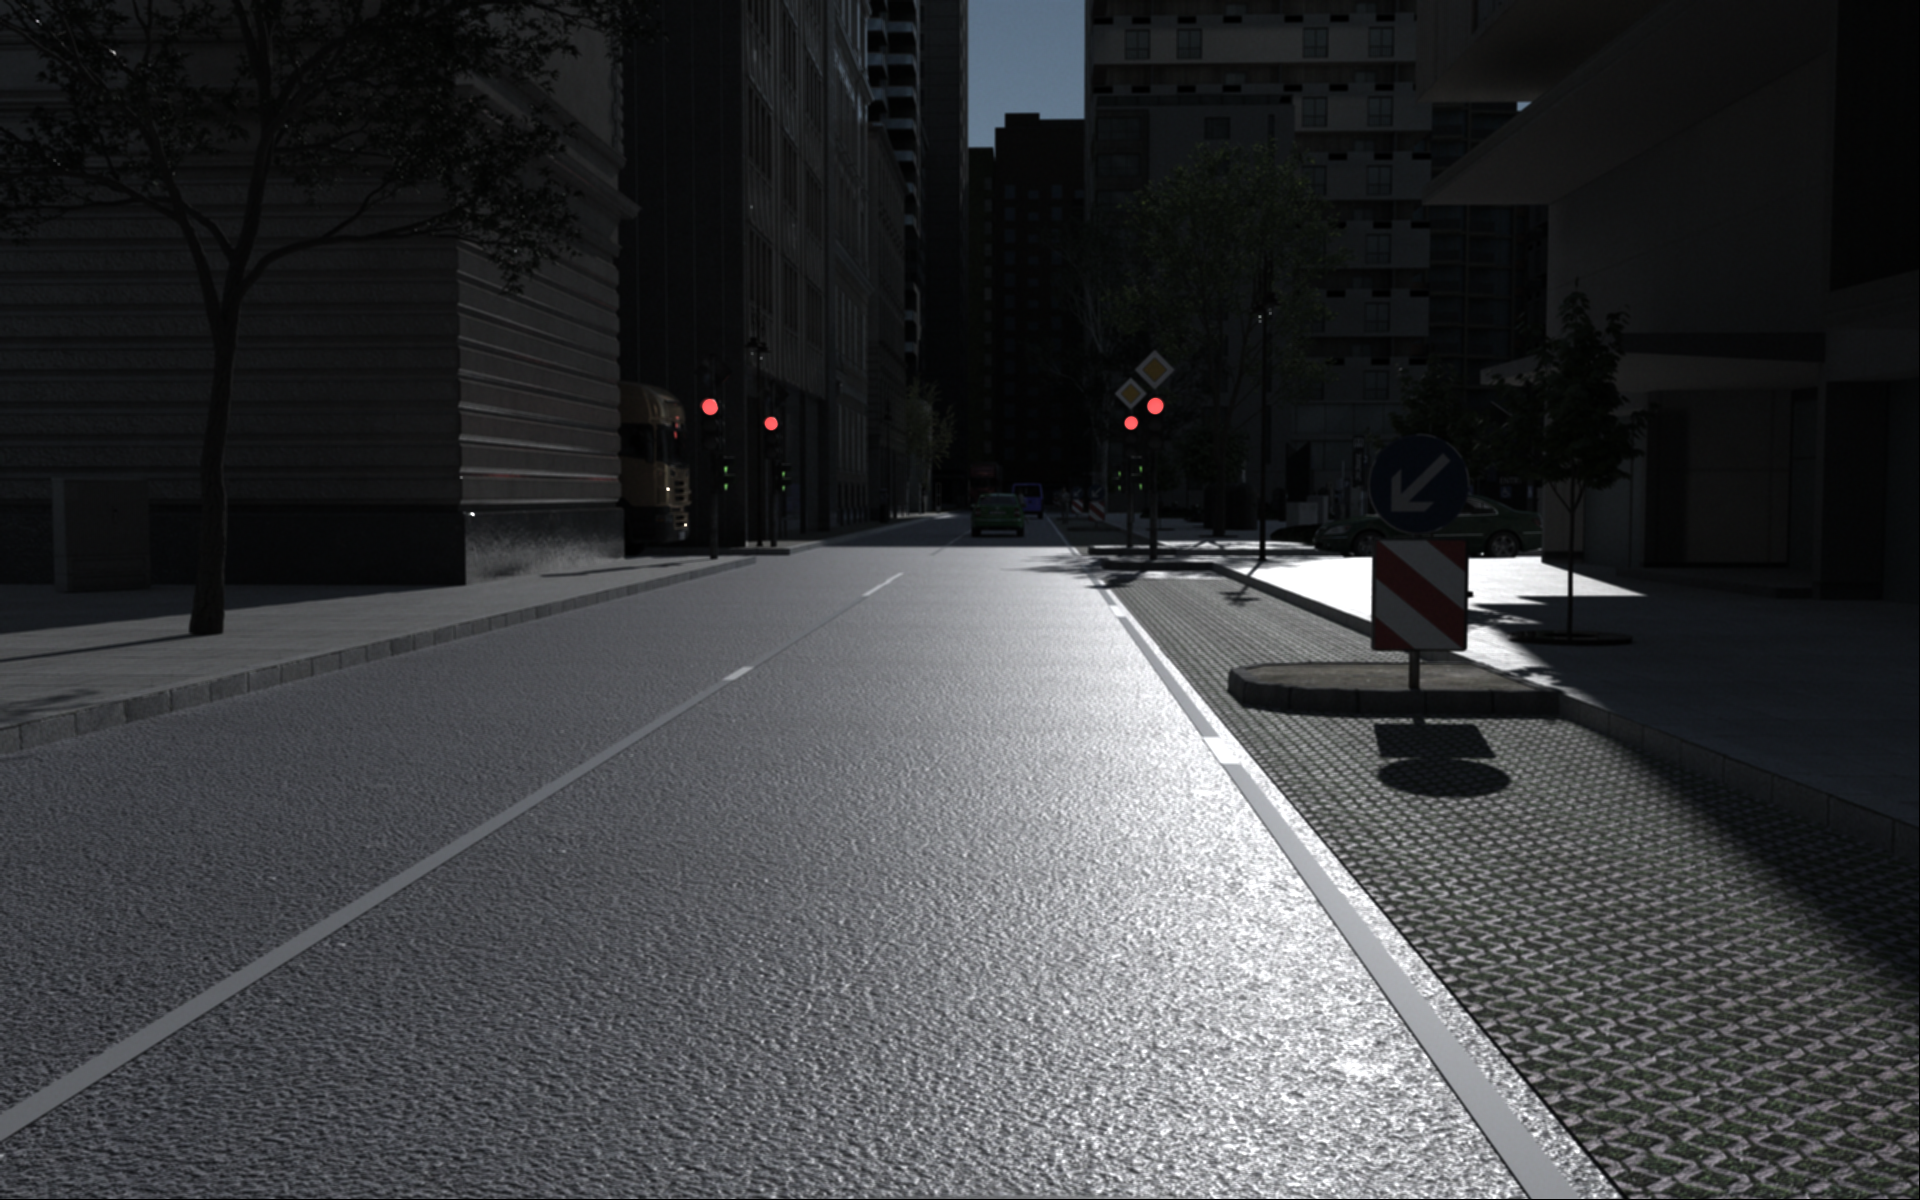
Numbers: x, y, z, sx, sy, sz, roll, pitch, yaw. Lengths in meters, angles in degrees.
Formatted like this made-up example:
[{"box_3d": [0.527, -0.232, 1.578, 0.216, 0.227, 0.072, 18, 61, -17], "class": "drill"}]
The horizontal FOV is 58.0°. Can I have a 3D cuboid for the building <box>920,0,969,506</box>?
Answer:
[{"box_3d": [-9.722, -45.484, 181.918, 20.611, 71.187, 20.563, 0, 4, 2], "class": "building"}]

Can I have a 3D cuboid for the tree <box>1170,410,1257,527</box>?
[{"box_3d": [9.835, -5.101, 67.113, 4.285, 4.588, 4.351, 0, 3, 0], "class": "tree"}]

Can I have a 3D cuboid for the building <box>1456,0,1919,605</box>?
[{"box_3d": [21.442, -26.231, 18.118, 28.713, 52.752, 27.495, 0, 4, 2], "class": "building"}]

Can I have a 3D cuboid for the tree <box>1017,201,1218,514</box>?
[{"box_3d": [9.950, -15.551, 110.147, 12.611, 20.169, 13.585, 0, 3, 0], "class": "tree"}]

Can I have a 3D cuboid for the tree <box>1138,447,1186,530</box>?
[{"box_3d": [6.999, -4.086, 61.399, 1.663, 3.219, 1.824, 0, 3, 0], "class": "tree"}]

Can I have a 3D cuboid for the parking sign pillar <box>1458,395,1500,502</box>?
[{"box_3d": [12.932, -3.451, 44.898, 1.447, 3.967, 1.447, 0, 4, -2], "class": "parking sign pillar"}]

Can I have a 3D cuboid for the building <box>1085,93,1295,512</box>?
[{"box_3d": [16.879, -21.848, 128.919, 14.160, 30.474, 14.107, 0, 4, 2], "class": "building"}]

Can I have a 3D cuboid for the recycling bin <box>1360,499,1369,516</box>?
[{"box_3d": [23.004, -5.154, 96.817, 0.722, 1.027, 0.722, -1, 4, -17], "class": "recycling bin"}]

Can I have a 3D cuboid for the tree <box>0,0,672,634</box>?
[{"box_3d": [-6.616, -4.953, 15.400, 7.601, 10.594, 8.767, 2, 4, 27], "class": "tree"}]

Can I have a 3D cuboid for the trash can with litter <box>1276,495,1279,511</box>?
[{"box_3d": [18.004, -5.294, 97.620, 1.678, 1.210, 2.233, 0, 4, 6], "class": "trash can with litter"}]

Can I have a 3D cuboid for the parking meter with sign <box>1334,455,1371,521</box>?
[{"box_3d": [17.311, -4.910, 76.540, 1.738, 3.016, 0.543, -2, 4, -33], "class": "parking meter with sign"}]

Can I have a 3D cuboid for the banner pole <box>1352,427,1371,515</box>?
[{"box_3d": [14.959, -4.550, 64.413, 0.863, 3.779, 0.401, -1, 4, -11], "class": "banner pole"}]

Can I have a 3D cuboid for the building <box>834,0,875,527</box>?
[{"box_3d": [-10.840, -17.451, 71.234, 13.634, 28.700, 20.117, 0, 4, 2], "class": "building"}]

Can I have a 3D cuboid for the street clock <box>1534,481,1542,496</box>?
[{"box_3d": [23.469, -4.017, 70.251, 0.358, 2.002, 0.471, 2, 4, 34], "class": "street clock"}]

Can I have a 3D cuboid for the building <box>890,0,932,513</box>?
[{"box_3d": [-13.010, -50.069, 131.301, 22.319, 86.520, 31.000, 0, 4, 2], "class": "building"}]

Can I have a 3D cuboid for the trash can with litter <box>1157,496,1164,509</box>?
[{"box_3d": [11.630, -5.422, 100.033, 0.624, 1.170, 1.055, -1, 4, -14], "class": "trash can with litter"}]

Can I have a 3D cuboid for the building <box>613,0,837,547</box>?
[{"box_3d": [-10.795, -14.271, 51.348, 12.078, 24.808, 19.932, 0, 4, 2], "class": "building"}]

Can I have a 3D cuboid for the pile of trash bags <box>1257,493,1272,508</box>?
[{"box_3d": [20.124, -6.331, 113.268, 1.912, 1.369, 3.447, -2, 4, -28], "class": "pile of trash bags"}]

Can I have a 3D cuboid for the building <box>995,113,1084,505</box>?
[{"box_3d": [11.406, -34.048, 206.796, 14.200, 45.320, 14.600, 0, 4, 2], "class": "building"}]

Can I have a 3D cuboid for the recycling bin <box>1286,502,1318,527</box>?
[{"box_3d": [10.631, -2.527, 53.871, 0.722, 1.027, 0.722, -2, 4, -24], "class": "recycling bin"}]

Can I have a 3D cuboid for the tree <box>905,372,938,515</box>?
[{"box_3d": [-3.352, -9.427, 104.494, 4.737, 8.622, 4.395, 0, 3, 0], "class": "tree"}]

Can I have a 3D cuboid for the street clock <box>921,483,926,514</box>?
[{"box_3d": [-2.476, -6.702, 114.145, 0.471, 2.002, 0.358, -3, 5, -45], "class": "street clock"}]

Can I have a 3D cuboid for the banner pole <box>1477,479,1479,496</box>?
[{"box_3d": [30.502, -6.845, 101.940, 0.401, 3.779, 0.863, 1, 4, 17], "class": "banner pole"}]

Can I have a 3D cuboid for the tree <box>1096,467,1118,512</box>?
[{"box_3d": [10.511, -7.761, 121.499, 1.663, 3.219, 1.824, 0, 3, 0], "class": "tree"}]

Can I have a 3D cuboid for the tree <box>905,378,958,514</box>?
[{"box_3d": [-2.304, -9.774, 110.165, 4.360, 8.622, 3.978, 0, 3, 0], "class": "tree"}]

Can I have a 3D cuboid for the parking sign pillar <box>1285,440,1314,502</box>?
[{"box_3d": [17.760, -6.283, 91.203, 1.447, 3.967, 1.447, -2, 4, -33], "class": "parking sign pillar"}]

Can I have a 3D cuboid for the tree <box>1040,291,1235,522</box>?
[{"box_3d": [7.802, -8.778, 77.935, 8.767, 10.594, 7.601, -1, 4, -10], "class": "tree"}]

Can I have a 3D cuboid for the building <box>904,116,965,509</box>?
[{"box_3d": [-15.881, -28.649, 160.298, 32.217, 40.220, 23.993, 0, 4, 2], "class": "building"}]

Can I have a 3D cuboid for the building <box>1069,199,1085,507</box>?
[{"box_3d": [17.842, -24.434, 171.193, 14.160, 30.474, 14.107, 0, 4, 2], "class": "building"}]

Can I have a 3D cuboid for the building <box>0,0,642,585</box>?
[{"box_3d": [-15.980, -12.225, 28.750, 19.941, 23.489, 11.050, 0, 4, 2], "class": "building"}]

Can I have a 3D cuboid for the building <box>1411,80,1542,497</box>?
[{"box_3d": [43.555, -32.112, 179.662, 28.867, 44.769, 22.147, 0, 4, 2], "class": "building"}]

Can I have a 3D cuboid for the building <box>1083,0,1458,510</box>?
[{"box_3d": [24.469, -34.219, 148.712, 28.713, 52.752, 27.495, 0, 4, 2], "class": "building"}]

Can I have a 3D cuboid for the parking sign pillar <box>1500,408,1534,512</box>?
[{"box_3d": [15.889, -3.770, 50.116, 1.447, 3.967, 1.447, 3, 5, 42], "class": "parking sign pillar"}]

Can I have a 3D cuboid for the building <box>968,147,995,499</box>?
[{"box_3d": [-2.728, -32.039, 207.430, 14.086, 41.232, 14.154, 0, 4, 2], "class": "building"}]

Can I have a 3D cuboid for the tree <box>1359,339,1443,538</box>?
[{"box_3d": [5.819, -1.662, 21.770, 1.663, 3.219, 1.824, 0, 3, 0], "class": "tree"}]

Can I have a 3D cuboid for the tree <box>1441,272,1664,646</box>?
[{"box_3d": [5.450, -1.254, 15.109, 1.663, 3.219, 1.824, 0, 3, 0], "class": "tree"}]

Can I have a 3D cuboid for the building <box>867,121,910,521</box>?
[{"box_3d": [-8.105, -14.788, 90.930, 9.793, 20.994, 18.267, 0, 4, 2], "class": "building"}]

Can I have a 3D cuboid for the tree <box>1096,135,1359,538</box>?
[{"box_3d": [7.729, -7.663, 51.039, 9.928, 11.665, 9.643, 0, 3, 0], "class": "tree"}]
